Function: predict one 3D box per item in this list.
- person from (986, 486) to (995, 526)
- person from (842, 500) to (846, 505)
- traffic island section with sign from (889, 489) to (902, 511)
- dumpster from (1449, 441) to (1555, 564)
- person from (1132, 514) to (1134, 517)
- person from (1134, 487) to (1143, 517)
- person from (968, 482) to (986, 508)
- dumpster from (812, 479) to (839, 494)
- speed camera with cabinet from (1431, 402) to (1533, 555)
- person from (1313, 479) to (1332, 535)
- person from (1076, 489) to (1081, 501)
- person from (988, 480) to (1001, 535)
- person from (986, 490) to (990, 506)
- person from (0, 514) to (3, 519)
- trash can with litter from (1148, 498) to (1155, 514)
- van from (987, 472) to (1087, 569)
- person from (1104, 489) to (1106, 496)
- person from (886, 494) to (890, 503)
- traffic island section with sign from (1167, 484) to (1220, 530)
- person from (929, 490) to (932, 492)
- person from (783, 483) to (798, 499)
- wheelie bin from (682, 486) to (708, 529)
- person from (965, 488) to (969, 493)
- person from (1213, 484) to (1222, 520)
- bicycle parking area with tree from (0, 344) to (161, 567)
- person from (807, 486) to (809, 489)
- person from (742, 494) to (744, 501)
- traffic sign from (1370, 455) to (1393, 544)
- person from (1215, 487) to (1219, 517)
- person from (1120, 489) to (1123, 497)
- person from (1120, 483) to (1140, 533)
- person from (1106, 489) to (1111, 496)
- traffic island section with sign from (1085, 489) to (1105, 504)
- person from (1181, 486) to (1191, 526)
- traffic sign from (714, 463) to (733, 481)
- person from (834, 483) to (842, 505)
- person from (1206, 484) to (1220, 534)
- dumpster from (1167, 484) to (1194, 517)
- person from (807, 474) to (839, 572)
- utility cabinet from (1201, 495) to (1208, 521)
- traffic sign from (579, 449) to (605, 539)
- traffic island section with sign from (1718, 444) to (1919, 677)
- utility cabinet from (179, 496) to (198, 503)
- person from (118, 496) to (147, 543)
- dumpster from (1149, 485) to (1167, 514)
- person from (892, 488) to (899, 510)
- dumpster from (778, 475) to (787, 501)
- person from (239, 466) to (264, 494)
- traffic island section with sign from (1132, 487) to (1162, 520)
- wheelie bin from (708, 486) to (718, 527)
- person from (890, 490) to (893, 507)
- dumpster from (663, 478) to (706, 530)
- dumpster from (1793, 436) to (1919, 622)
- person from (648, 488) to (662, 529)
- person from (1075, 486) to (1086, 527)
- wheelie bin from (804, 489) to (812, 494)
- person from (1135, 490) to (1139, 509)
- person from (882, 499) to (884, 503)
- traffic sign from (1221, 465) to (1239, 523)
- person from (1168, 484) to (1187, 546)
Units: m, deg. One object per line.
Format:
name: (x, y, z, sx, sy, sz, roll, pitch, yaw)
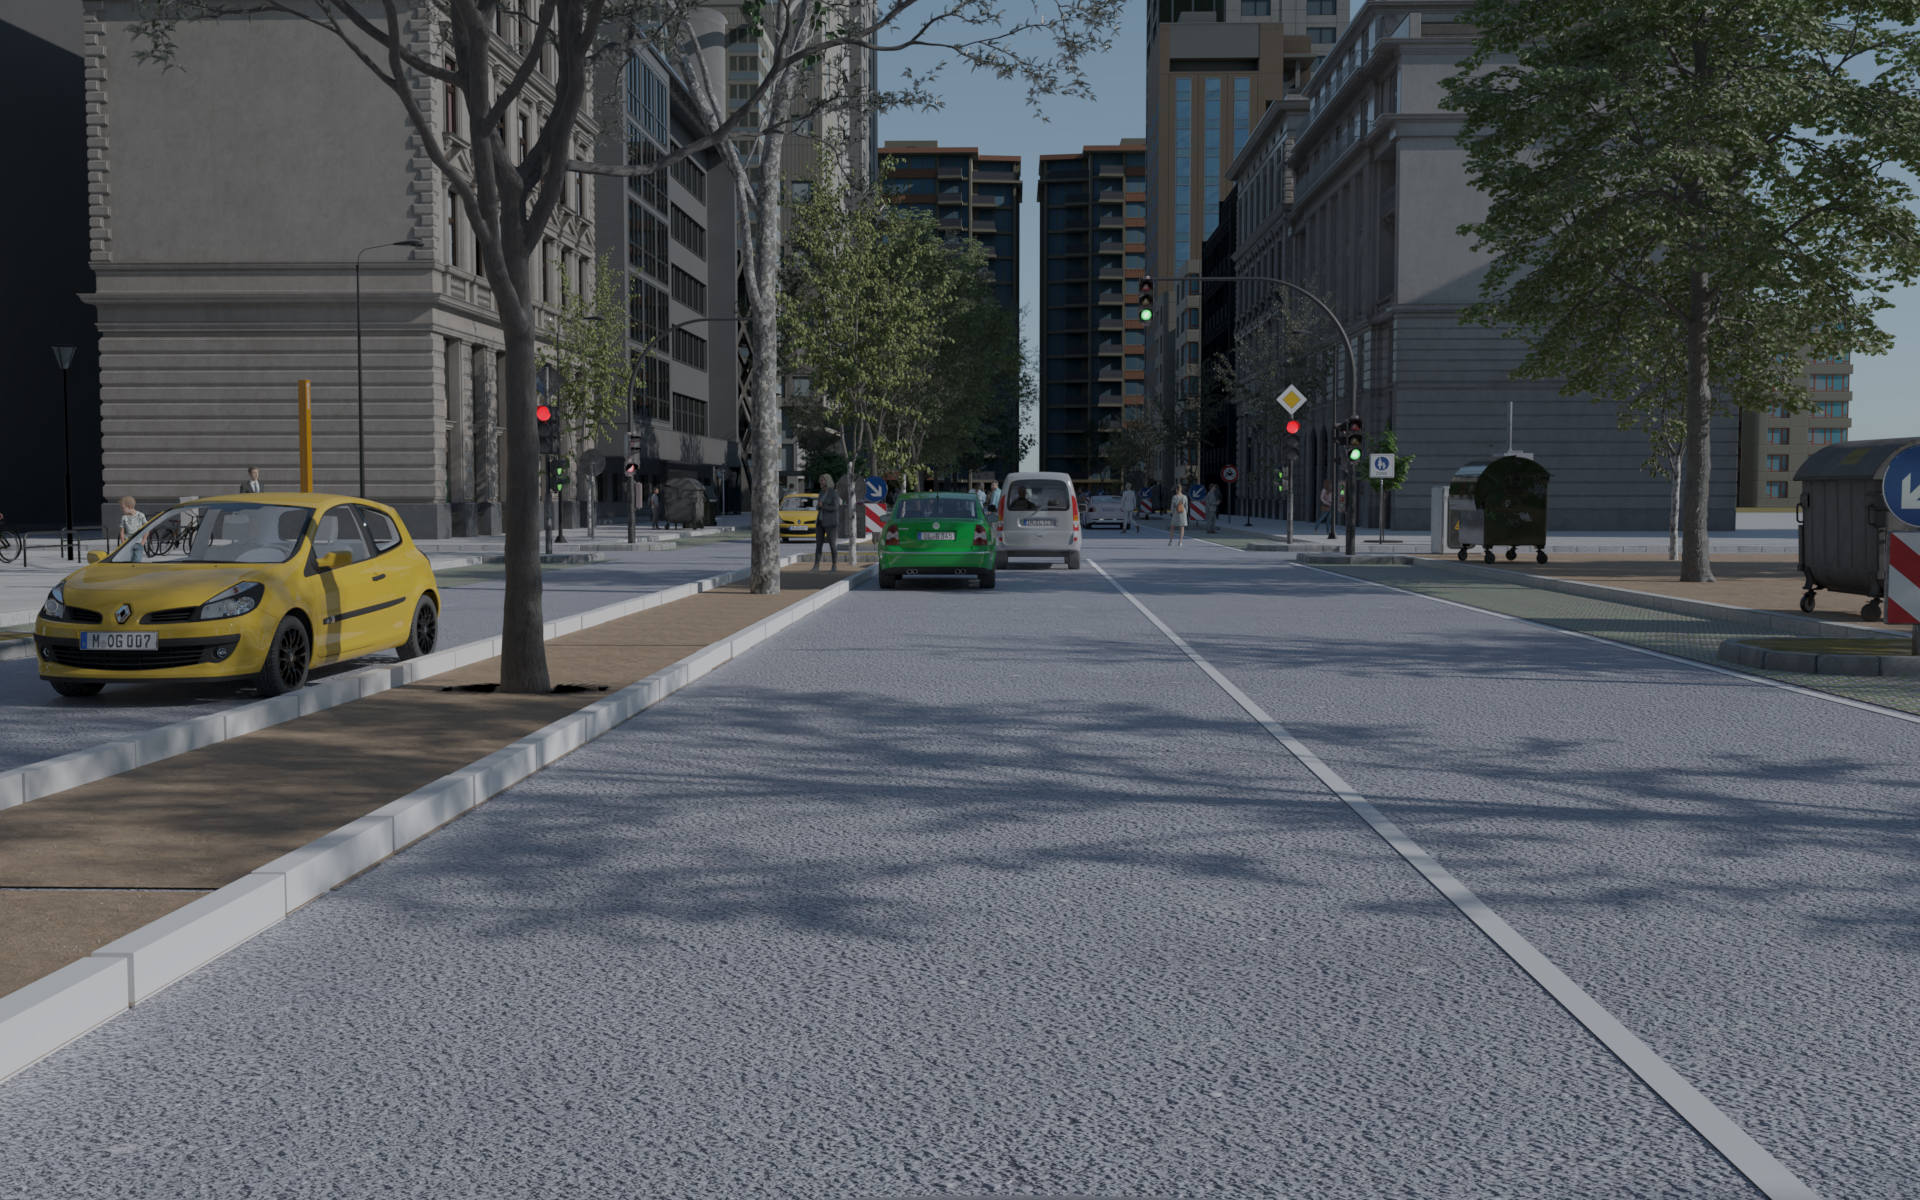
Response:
person: (1.201, -3.205, 61.457, 0.519, 1.759, 0.362, 1, 4, 22)
person: (-4.224, -3.186, 60.582, 0.794, 1.824, 0.713, 3, 5, 39)
traffic island section with sign: (-4.950, -8.445, 146.703, 1.989, 1.847, 2.006, 0, 4, 2)
dumpster: (10.144, -1.832, 32.453, 1.502, 2.255, 1.985, 0, 4, 2)
person: (10.494, -6.063, 107.728, 0.694, 1.812, 0.767, -3, 4, -36)
person: (10.184, -5.467, 97.998, 0.853, 1.813, 0.709, 2, 4, 27)
person: (0.427, -2.509, 49.782, 0.793, 1.790, 0.793, -3, 4, -37)
dumpster: (-6.891, -5.349, 92.414, 1.985, 2.255, 1.502, 0, 4, 4)
speed camera with cabinet: (11.132, -2.605, 36.920, 2.038, 3.252, 0.660, -1, 4, -9)
person: (11.447, -2.923, 54.416, 0.643, 1.750, 0.593, 2, 4, 35)
person: (7.651, -6.209, 110.263, 0.600, 1.795, 0.529, 1, 4, 16)
person: (1.114, -2.621, 51.222, 0.748, 1.841, 0.638, 3, 5, 44)
person: (2.615, -8.862, 153.919, 0.617, 1.759, 0.750, 0, 4, 5)
person: (-16.565, -1.388, 29.005, 0.850, 1.792, 0.678, 0, 4, 0)
trash can with litter: (12.591, -6.269, 113.888, 0.624, 1.170, 1.055, 1, 4, 9)
van: (1.528, -1.671, 34.333, 2.013, 2.044, 4.112, 0, 4, 2)
person: (16.028, -11.357, 191.357, 0.705, 1.869, 1.348, 0, 4, -8)
person: (-7.348, -10.070, 170.697, 0.705, 1.823, 1.348, 3, 4, 36)
traffic island section with sign: (9.285, -3.695, 69.042, 1.989, 1.847, 2.006, 0, 4, 2)
person: (-2.253, -7.439, 130.678, 0.990, 1.755, 0.434, 0, 4, 1)
person: (-6.431, -3.519, 65.881, 0.661, 1.843, 0.795, 0, 4, -4)
wheelie bin: (-10.040, -3.468, 64.609, 0.693, 1.594, 0.980, -2, 4, -35)
person: (0.483, -6.518, 115.052, 0.713, 1.824, 0.794, 2, 4, 28)
person: (12.868, -4.961, 87.546, 0.661, 1.777, 0.834, -1, 4, -13)
bicycle parking area with tree: (-19.716, -2.846, 33.539, 8.231, 4.147, 9.016, 1, 4, 15)
person: (-9.791, -6.467, 112.191, 0.576, 1.772, 0.534, -1, 4, -10)
person: (-15.443, -6.995, 120.185, 0.659, 1.850, 0.755, 2, 4, 33)
traffic sign: (10.769, -2.578, 44.286, 0.606, 2.300, 0.079, 0, 4, 7)
person: (14.428, -5.623, 98.155, 0.526, 1.800, 0.537, 2, 4, 26)
person: (15.602, -9.732, 165.895, 0.721, 1.736, 1.217, 1, 4, 22)
person: (6.147, -3.324, 62.731, 0.818, 1.842, 0.514, 3, 5, 43)
person: (15.949, -11.018, 186.189, 0.705, 1.824, 1.348, 2, 4, 32)
traffic island section with sign: (11.766, -8.412, 146.158, 1.989, 1.847, 2.006, 0, 4, 2)
person: (9.339, -3.903, 72.716, 0.661, 1.777, 0.834, -2, 4, -28)
traffic sign: (-9.997, -4.488, 73.112, 0.795, 2.593, 0.064, 0, 4, 5)
person: (-4.103, -2.956, 57.107, 0.678, 1.792, 0.850, 2, 4, 30)
person: (9.156, -3.288, 62.453, 0.583, 1.804, 0.606, 0, 4, -1)
dumpster: (12.294, -5.496, 95.613, 1.264, 1.857, 1.865, 0, 4, 2)
person: (-2.450, -1.399, 31.551, 0.526, 1.800, 0.537, -3, 5, -42)
utility cabinet: (11.581, -4.334, 82.015, 0.306, 1.237, 1.020, 0, 4, 5)
traffic sign: (-10.428, -2.997, 49.100, 0.768, 2.556, 0.104, 0, 4, 7)
traffic island section with sign: (7.523, -0.355, 14.436, 1.989, 1.847, 2.006, 0, 4, 2)
utility cabinet: (-19.984, -2.063, 44.900, 0.306, 1.237, 1.020, -1, 4, -15)
person: (-11.163, -0.776, 23.411, 0.332, 1.250, 0.352, 1, 4, 13)
dumpster: (12.738, -6.456, 111.315, 1.264, 1.857, 1.865, 0, 4, 2)
person: (-3.771, -5.701, 102.194, 0.515, 1.767, 0.782, 2, 4, 27)
dumpster: (-9.348, -5.077, 85.503, 1.502, 2.255, 1.985, 0, 4, 2)
person: (-14.488, -1.826, 35.677, 0.755, 1.850, 0.659, 3, 5, 40)
traffic island section with sign: (10.149, -5.343, 95.984, 1.989, 1.847, 2.006, 0, 4, 2)
wheelie bin: (-10.049, -3.706, 68.495, 0.693, 1.594, 0.980, 2, 4, 25)
person: (-6.807, -10.216, 173.781, 0.721, 1.736, 1.217, 0, 4, 3)
dumpster: (-9.943, -3.465, 62.417, 1.264, 1.857, 1.865, 0, 4, 2)
dumpster: (9.655, -0.747, 17.969, 1.264, 1.857, 1.865, 0, 4, 2)
person: (-11.082, -3.327, 63.029, 0.523, 1.515, 0.503, -2, 4, -24)
person: (5.232, -4.101, 75.911, 0.532, 1.782, 0.716, -1, 4, -12)
wheelie bin: (-8.906, -5.806, 102.838, 0.980, 1.594, 0.693, 1, 4, 11)
person: (15.781, -8.897, 152.188, 1.217, 1.739, 0.721, -3, 4, -36)
person: (-8.468, -11.158, 191.701, 0.421, 1.427, 0.697, 1, 4, 13)
traffic sign: (11.777, -4.621, 75.652, 0.768, 2.556, 0.104, 0, 4, 5)
person: (6.063, -2.355, 48.005, 0.512, 1.701, 0.522, -1, 4, -9)
